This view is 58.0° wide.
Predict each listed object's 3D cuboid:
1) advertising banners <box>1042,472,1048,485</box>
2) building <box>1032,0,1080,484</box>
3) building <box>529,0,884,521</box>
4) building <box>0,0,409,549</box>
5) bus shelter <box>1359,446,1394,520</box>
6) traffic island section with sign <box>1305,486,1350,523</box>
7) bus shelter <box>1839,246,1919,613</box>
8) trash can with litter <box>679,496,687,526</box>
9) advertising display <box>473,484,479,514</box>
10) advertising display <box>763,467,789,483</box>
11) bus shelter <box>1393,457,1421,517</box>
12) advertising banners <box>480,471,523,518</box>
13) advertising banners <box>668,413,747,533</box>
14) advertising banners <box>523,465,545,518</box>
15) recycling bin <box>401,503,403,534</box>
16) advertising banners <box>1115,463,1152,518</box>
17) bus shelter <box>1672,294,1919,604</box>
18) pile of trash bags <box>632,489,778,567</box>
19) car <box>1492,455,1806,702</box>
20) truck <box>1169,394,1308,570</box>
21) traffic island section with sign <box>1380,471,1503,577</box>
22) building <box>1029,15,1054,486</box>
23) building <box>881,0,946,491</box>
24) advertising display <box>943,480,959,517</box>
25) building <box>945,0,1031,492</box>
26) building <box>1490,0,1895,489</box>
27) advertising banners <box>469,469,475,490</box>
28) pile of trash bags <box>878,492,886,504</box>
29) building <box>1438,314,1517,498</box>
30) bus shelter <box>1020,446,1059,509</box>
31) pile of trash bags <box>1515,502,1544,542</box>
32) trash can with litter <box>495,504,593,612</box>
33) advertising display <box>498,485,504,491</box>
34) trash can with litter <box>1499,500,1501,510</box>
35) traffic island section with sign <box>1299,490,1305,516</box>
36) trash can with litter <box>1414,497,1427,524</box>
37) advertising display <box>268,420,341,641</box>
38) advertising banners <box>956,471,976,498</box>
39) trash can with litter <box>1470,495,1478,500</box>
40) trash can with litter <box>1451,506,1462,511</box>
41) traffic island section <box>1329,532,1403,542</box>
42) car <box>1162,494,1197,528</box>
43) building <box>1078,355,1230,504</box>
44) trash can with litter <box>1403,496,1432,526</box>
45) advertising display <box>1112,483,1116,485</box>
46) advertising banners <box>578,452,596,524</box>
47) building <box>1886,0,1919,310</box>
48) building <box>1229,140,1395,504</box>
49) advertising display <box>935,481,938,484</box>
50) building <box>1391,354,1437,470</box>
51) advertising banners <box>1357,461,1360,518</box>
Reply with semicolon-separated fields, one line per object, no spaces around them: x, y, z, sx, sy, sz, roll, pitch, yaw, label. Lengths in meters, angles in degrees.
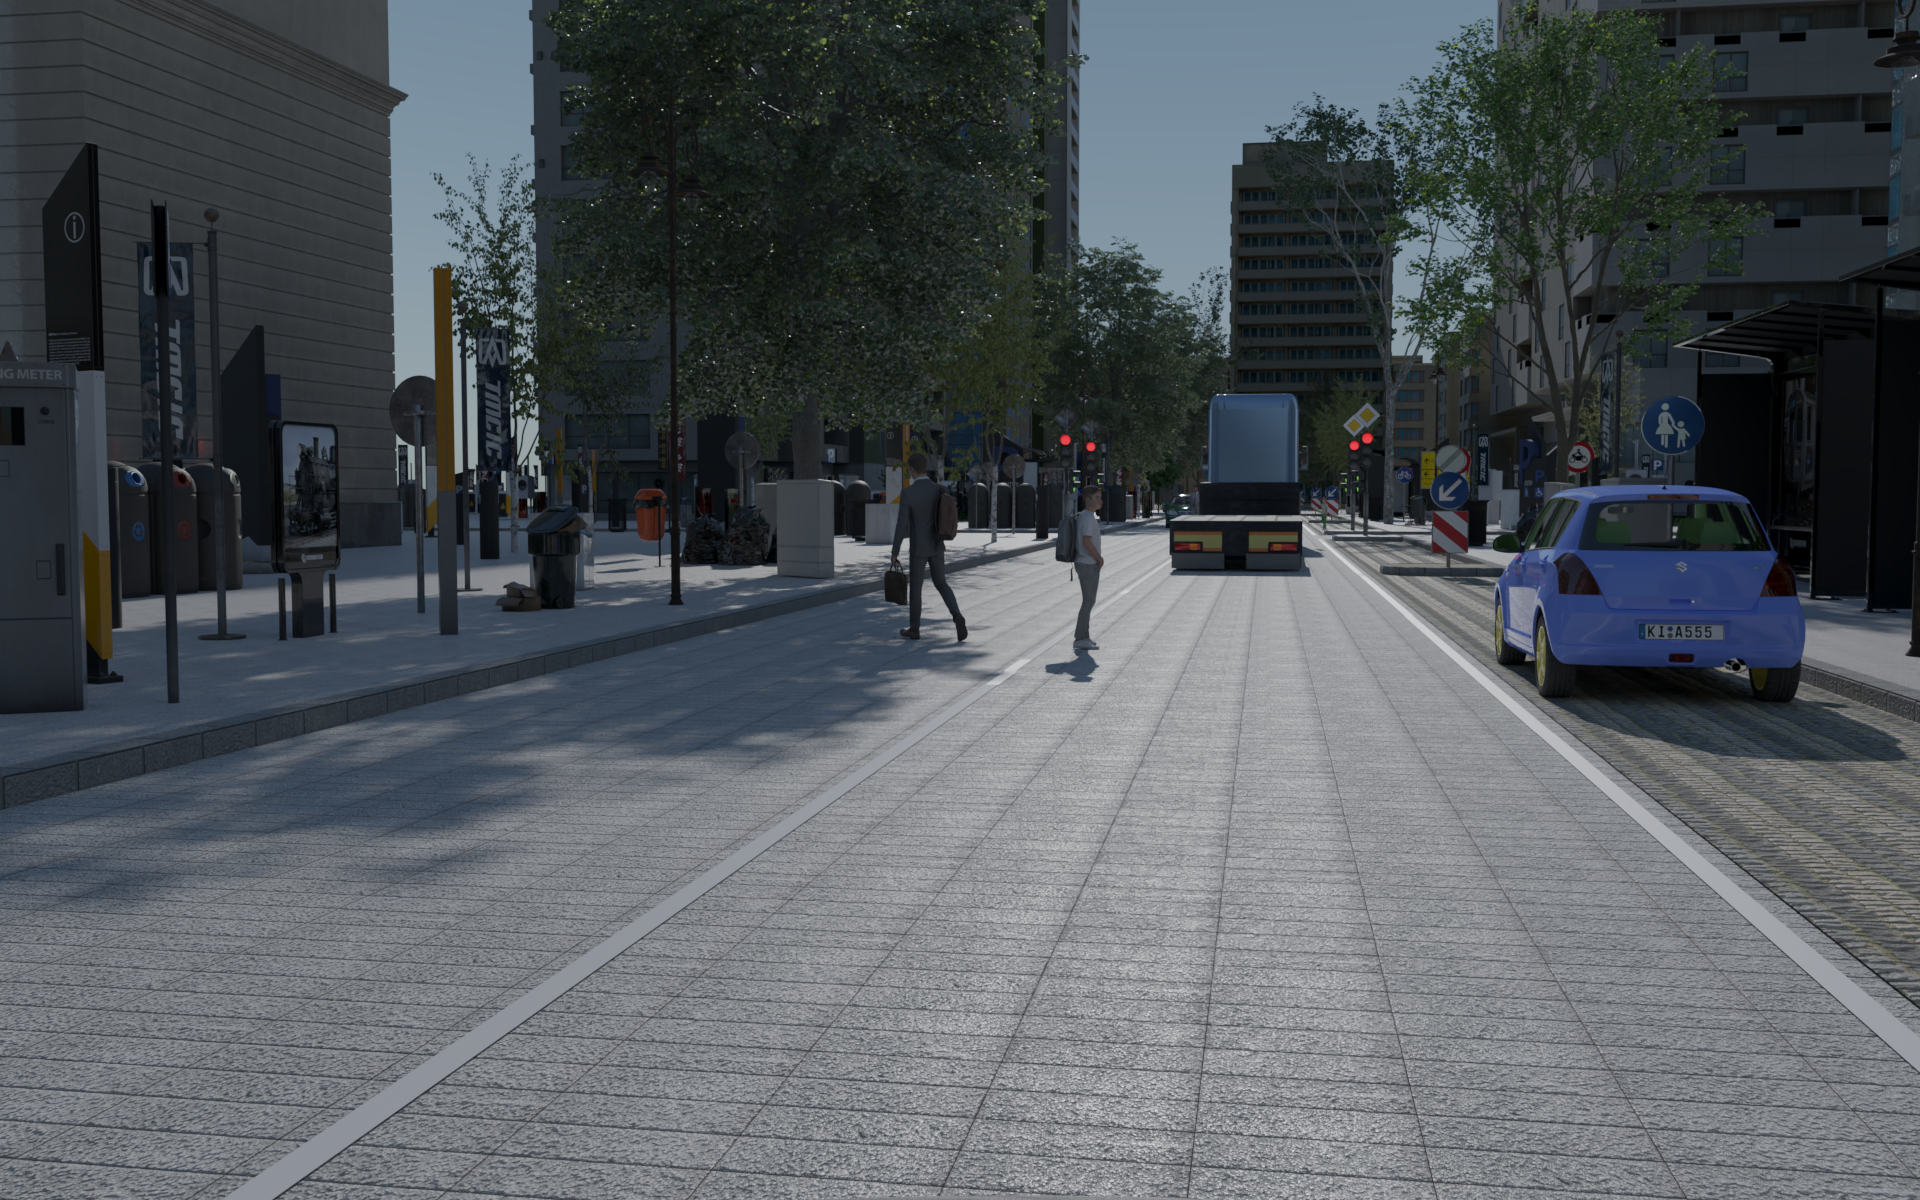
7.622;-8.705;138.507;2.074;3.025;0.090;0;3;0;advertising banners
-1.270;-39.727;191.543;28.212;58.520;21.231;1;4;10;building
-12.203;-19.313;87.465;14.160;30.474;14.107;1;4;10;building
-26.868;-14.787;39.028;25.104;27.353;12.463;1;4;10;building
20.884;-5.884;87.483;1.731;3.624;6.357;1;4;10;bus shelter
18.195;-4.692;85.345;1.989;1.847;2.006;1;4;10;traffic island section with sign
9.798;-1.490;15.642;1.731;3.624;6.357;1;4;10;bus shelter
-10.951;-3.605;69.996;1.678;1.210;2.233;1;4;12;trash can with litter
-31.831;-6.668;114.241;0.123;1.923;0.974;1;4;15;advertising display
-4.359;-2.200;41.190;0.123;1.923;0.974;2;4;26;advertising display
24.464;-6.250;96.119;2.014;3.302;5.546;1;4;10;bus shelter
-23.889;-5.729;89.857;2.074;3.025;0.090;0;4;-6;advertising banners
-5.366;-2.466;36.513;2.074;3.025;0.090;2;4;29;advertising banners
-23.421;-5.918;92.951;2.074;3.025;0.090;0;4;7;advertising banners
-18.533;-2.669;56.188;0.722;1.027;0.722;-2;4;-32;recycling bin
9.323;-5.945;93.389;2.074;3.025;0.090;1;4;15;advertising banners
11.390;-1.993;23.876;1.731;3.624;6.357;1;4;10;bus shelter
-4.425;-1.335;31.576;3.447;1.369;1.912;-3;5;-43;pile of trash bags
5.132;-0.226;13.279;1.945;1.707;3.694;1;4;10;car
6.808;-3.132;40.966;2.967;4.110;18.799;1;4;11;truck
8.549;-1.363;30.911;1.989;1.847;2.006;1;4;10;traffic island section with sign
-1.653;-44.399;164.175;20.563;71.187;20.611;1;4;10;building
-13.400;-30.420;121.063;21.300;48.544;21.600;1;4;10;building
-0.419;-4.465;78.219;0.123;1.923;0.974;-3;5;-45;advertising display
-1.869;-30.376;146.750;14.600;45.320;14.200;1;4;10;building
60.971;-34.138;147.396;28.713;52.752;27.495;1;4;10;building
-34.168;-7.497;118.762;2.074;3.025;0.090;-3;5;-41;advertising banners
-2.272;-3.641;69.281;1.912;1.369;3.447;-2;4;-34;pile of trash bags
64.496;-20.265;176.371;27.650;21.520;28.899;1;4;10;building
2.981;-4.995;75.586;2.014;3.302;5.546;1;4;10;bus shelter
16.591;-2.276;46.966;3.447;1.369;1.912;-3;5;-42;pile of trash bags
-4.619;-0.479;19.216;0.624;1.170;1.055;2;4;27;trash can with litter
-32.838;-7.195;122.845;0.974;1.923;0.123;1;4;12;advertising display
28.707;-4.970;92.642;0.624;1.170;1.055;2;4;35;trash can with litter
22.979;-6.351;112.461;1.989;1.847;2.006;1;4;10;traffic island section with sign
19.294;-3.756;72.791;0.624;1.170;1.055;1;4;15;trash can with litter
-5.872;-0.632;15.555;0.123;1.923;0.974;1;4;9;advertising display
0.474;-8.088;128.422;0.090;3.025;2.074;-3;5;-44;advertising banners
30.306;-5.623;102.996;1.678;1.210;2.233;-3;5;-40;trash can with litter
14.846;-2.424;51.015;0.624;1.170;1.055;-1;4;-9;trash can with litter
12.491;-1.895;53.262;2.009;0.180;2.903;1;4;10;traffic island section
9.761;-3.818;74.229;2.131;1.459;4.920;1;4;8;car
24.016;-24.664;248.297;28.899;21.520;27.650;1;4;10;building
19.014;-3.635;70.496;2.233;1.210;1.678;0;4;1;trash can with litter
8.917;-5.861;101.048;0.974;1.923;0.123;1;4;8;advertising display
-15.765;-4.708;73.157;0.090;3.025;2.074;0;4;6;advertising banners
95.912;-33.874;173.455;30.456;49.044;23.786;1;4;10;building
48.372;-37.707;240.218;21.600;48.544;21.300;1;4;10;building
-0.808;-5.109;88.753;0.974;1.923;0.123;-2;4;-31;advertising display
73.851;-24.165;240.130;28.899;21.520;27.650;1;4;10;building
21.697;-5.929;93.133;0.090;3.025;2.074;2;4;35;advertising banners
